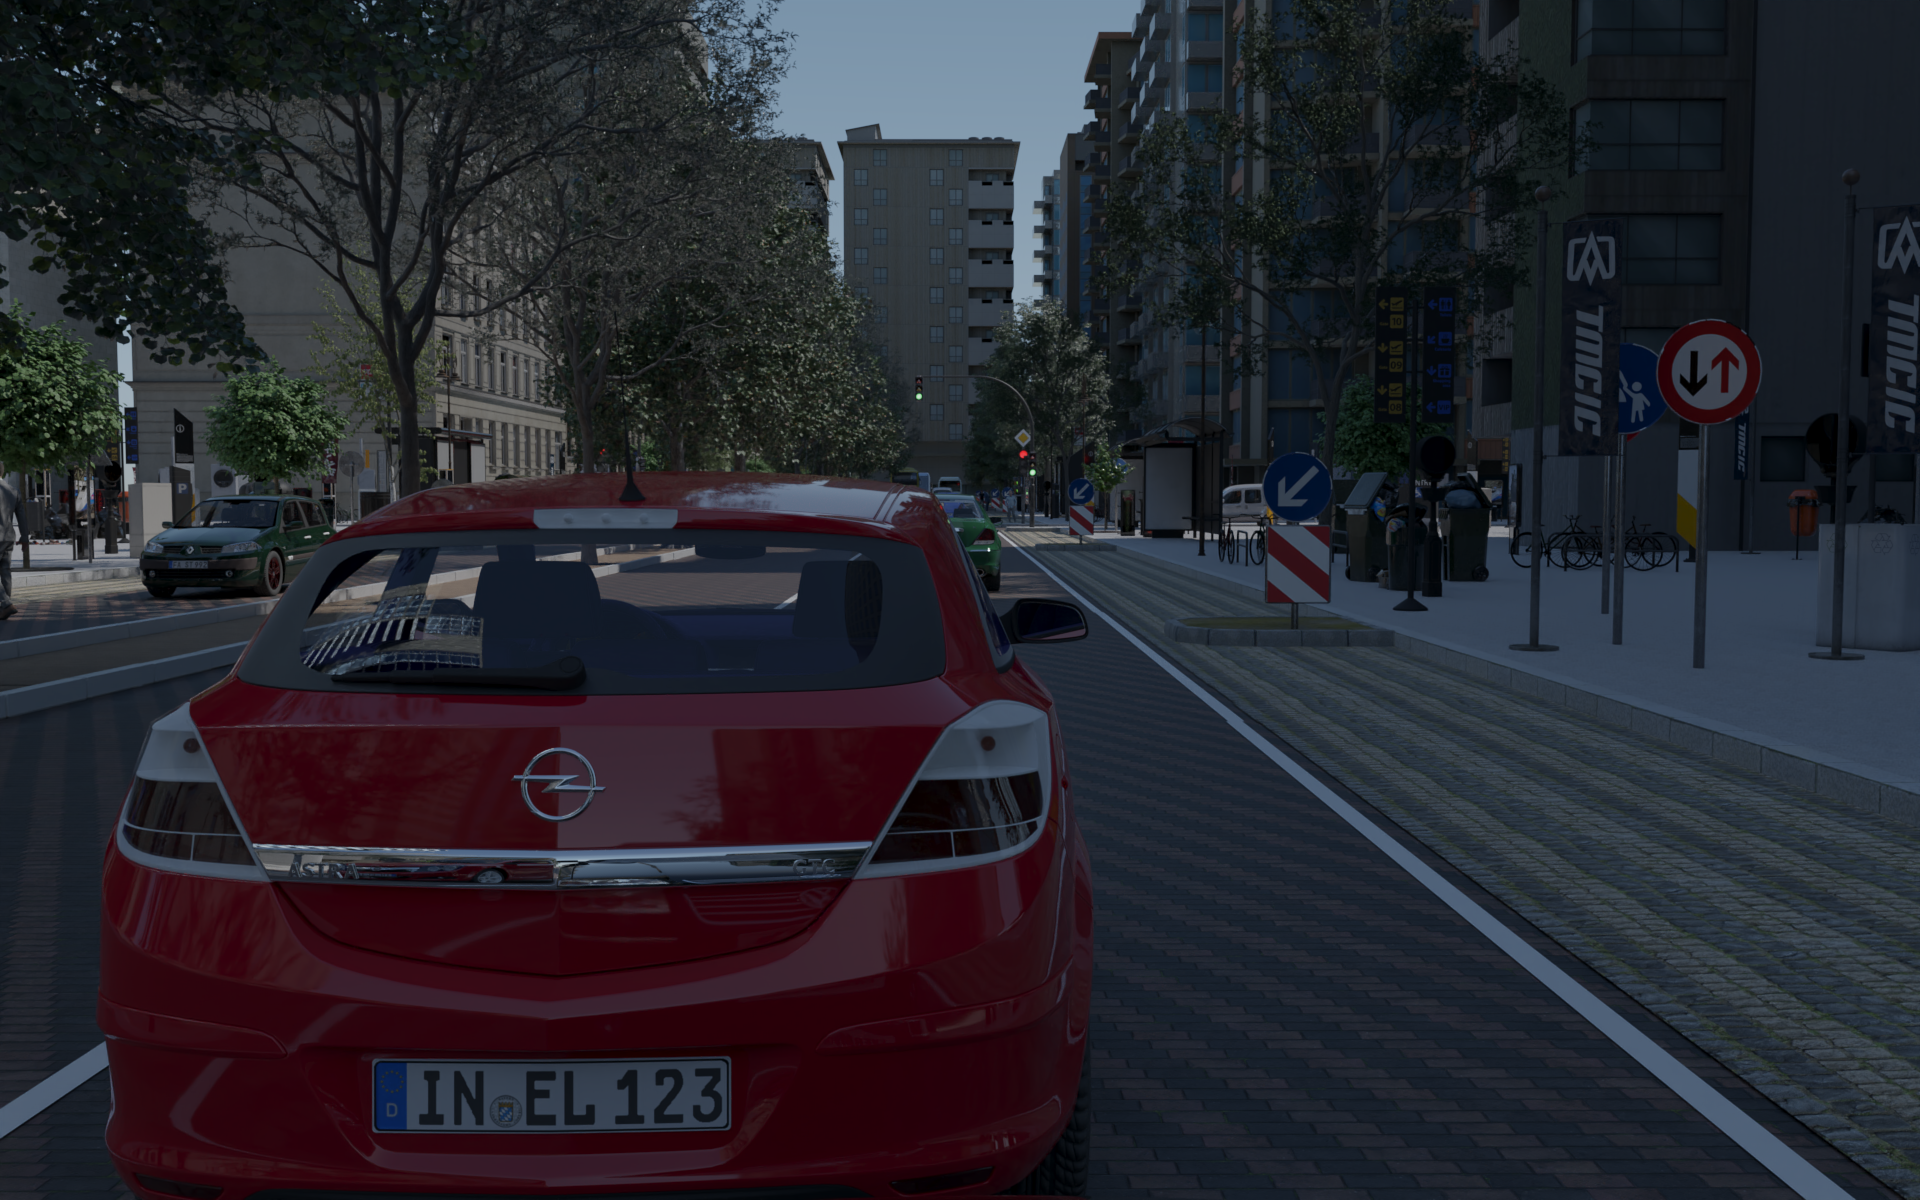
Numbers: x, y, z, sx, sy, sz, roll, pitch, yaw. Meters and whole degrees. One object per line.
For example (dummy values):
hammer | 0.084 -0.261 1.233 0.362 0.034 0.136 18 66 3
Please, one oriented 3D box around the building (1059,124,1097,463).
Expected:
building | 19.405 -34.265 210.347 14.600 45.320 14.200 0 4 0

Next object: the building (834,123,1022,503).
building | -3.301 -40.693 254.561 27.495 52.752 28.713 0 4 0

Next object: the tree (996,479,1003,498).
tree | 4.187 -14.998 195.583 4.737 8.622 4.395 0 3 0

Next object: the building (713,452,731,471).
building | -31.477 -30.233 177.904 14.154 41.232 14.086 0 4 0

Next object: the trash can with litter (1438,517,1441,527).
trash can with litter | 17.032 -3.236 63.963 2.233 1.210 1.678 -2 4 -25

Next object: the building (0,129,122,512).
building | -52.923 -14.161 86.286 16.860 20.320 10.420 0 4 0

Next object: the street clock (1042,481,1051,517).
street clock | 4.768 -5.542 95.174 0.471 2.002 0.358 -1 4 -22

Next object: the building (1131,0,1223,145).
building | 25.131 -31.460 133.978 23.786 49.044 30.456 0 4 0

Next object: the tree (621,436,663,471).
tree | -16.793 -6.729 93.740 4.285 4.588 4.351 0 3 0

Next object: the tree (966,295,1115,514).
tree | 5.707 -12.455 110.302 9.857 13.997 8.962 0 3 0

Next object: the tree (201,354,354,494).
tree | -16.013 -3.476 40.551 4.285 4.588 4.351 0 3 0

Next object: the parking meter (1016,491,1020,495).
parking meter | 4.553 -7.821 136.283 0.372 1.533 0.369 0 3 0

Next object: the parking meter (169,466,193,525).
parking meter | -16.157 -1.850 35.954 0.399 1.863 0.255 -3 5 -41

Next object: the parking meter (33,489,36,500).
parking meter | -42.773 -4.374 79.920 0.372 1.533 0.369 0 3 0

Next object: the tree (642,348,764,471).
tree | -17.296 -11.885 112.449 7.486 12.596 7.792 0 3 0

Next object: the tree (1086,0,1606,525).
tree | 6.054 -5.775 28.827 8.767 10.594 7.601 1 4 14

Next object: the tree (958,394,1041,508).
tree | 4.343 -14.980 161.937 9.611 12.733 9.660 0 3 0

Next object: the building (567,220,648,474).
building | -31.378 -19.034 130.295 14.460 24.649 34.723 0 4 0

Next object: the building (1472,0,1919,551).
building | 20.884 -16.715 44.992 14.160 30.474 14.107 0 4 0

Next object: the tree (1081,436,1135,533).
tree | 4.727 -3.850 57.552 1.663 3.219 1.824 0 3 0

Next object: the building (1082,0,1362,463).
building | 23.135 -31.174 164.318 22.147 44.769 28.867 0 4 0

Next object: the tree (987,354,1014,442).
tree | 5.214 -9.034 82.114 8.767 10.594 7.601 1 4 11

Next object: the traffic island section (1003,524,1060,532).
traffic island section | 2.786 -2.717 66.709 2.009 0.180 2.903 0 4 0

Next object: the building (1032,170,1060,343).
building | 25.733 -38.696 252.285 30.456 49.044 23.786 0 4 0

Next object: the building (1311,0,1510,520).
building | 27.243 -26.861 93.796 28.867 44.769 22.147 0 4 0

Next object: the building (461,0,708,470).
building | -35.191 -32.792 159.851 21.300 48.544 21.600 0 4 0

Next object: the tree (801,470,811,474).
tree | -16.469 -12.955 195.521 4.285 4.588 4.351 0 3 0

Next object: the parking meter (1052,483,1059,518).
parking meter | 5.061 -5.253 91.599 0.255 1.863 0.399 -2 4 -25

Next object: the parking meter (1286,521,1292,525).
parking meter | 10.255 -2.752 53.412 0.372 1.533 0.369 0 3 0

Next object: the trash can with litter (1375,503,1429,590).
trash can with litter | 5.863 -0.727 23.272 0.624 1.170 1.055 0 4 -8

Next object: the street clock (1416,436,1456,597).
street clock | 5.898 -1.040 21.582 0.471 2.002 0.358 -1 4 -9

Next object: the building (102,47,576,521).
building | -32.456 -16.120 96.849 16.112 22.955 30.059 0 4 0

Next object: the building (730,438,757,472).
building | -39.148 -21.996 204.672 28.899 21.520 27.650 0 4 0

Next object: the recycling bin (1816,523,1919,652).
recycling bin | 7.702 -0.120 14.508 0.722 1.027 0.722 -3 4 -36

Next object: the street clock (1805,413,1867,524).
street clock | 7.854 -0.672 15.558 0.358 2.002 0.471 -3 5 -41

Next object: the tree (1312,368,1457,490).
tree | 10.407 -3.598 42.537 4.285 4.588 4.351 0 3 0

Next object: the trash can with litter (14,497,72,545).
trash can with litter | -23.096 -1.999 43.740 2.233 1.210 1.678 1 4 8

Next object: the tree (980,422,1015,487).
tree | 4.894 -16.242 183.677 7.486 12.596 7.792 0 3 0

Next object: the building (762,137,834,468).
building | -30.797 -40.699 254.666 27.495 52.752 28.713 0 4 0

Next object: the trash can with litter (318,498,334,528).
trash can with litter | -20.190 -2.663 54.926 0.624 1.170 1.055 -2 4 -26

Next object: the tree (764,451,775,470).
tree | -16.546 -14.158 149.618 7.486 12.596 7.792 0 3 0

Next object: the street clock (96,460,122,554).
street clock | -18.198 -1.989 37.087 0.358 2.002 0.471 1 4 22

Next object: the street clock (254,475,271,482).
street clock | -19.613 -2.705 48.800 0.471 2.002 0.358 -1 4 -13

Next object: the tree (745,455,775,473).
tree | -16.709 -9.633 141.205 4.285 4.588 4.351 0 3 0

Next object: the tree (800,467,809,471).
tree | -16.289 -13.463 170.477 4.737 8.622 4.395 0 3 0

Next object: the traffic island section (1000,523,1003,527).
traffic island section | 2.742 -3.206 74.694 2.009 0.180 2.903 0 4 0
